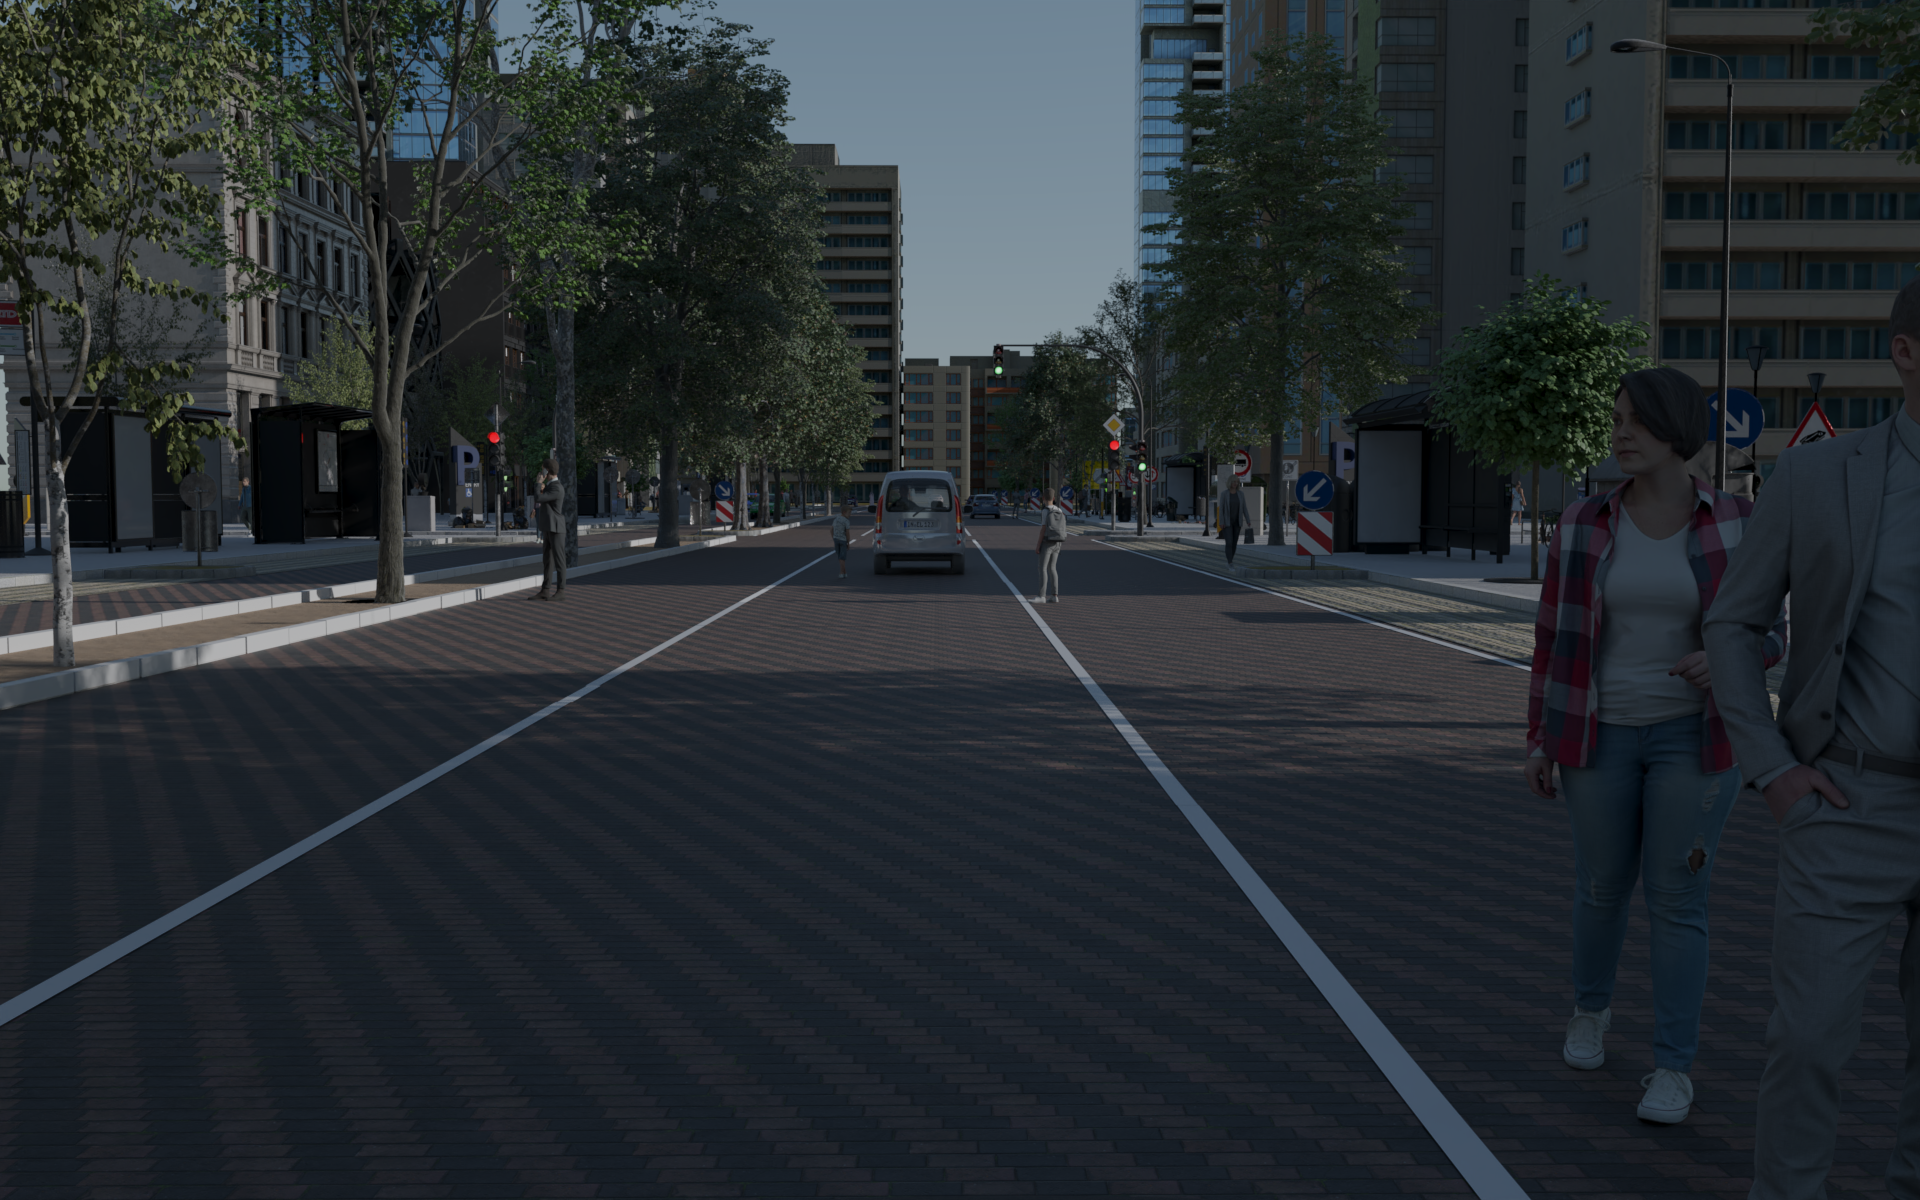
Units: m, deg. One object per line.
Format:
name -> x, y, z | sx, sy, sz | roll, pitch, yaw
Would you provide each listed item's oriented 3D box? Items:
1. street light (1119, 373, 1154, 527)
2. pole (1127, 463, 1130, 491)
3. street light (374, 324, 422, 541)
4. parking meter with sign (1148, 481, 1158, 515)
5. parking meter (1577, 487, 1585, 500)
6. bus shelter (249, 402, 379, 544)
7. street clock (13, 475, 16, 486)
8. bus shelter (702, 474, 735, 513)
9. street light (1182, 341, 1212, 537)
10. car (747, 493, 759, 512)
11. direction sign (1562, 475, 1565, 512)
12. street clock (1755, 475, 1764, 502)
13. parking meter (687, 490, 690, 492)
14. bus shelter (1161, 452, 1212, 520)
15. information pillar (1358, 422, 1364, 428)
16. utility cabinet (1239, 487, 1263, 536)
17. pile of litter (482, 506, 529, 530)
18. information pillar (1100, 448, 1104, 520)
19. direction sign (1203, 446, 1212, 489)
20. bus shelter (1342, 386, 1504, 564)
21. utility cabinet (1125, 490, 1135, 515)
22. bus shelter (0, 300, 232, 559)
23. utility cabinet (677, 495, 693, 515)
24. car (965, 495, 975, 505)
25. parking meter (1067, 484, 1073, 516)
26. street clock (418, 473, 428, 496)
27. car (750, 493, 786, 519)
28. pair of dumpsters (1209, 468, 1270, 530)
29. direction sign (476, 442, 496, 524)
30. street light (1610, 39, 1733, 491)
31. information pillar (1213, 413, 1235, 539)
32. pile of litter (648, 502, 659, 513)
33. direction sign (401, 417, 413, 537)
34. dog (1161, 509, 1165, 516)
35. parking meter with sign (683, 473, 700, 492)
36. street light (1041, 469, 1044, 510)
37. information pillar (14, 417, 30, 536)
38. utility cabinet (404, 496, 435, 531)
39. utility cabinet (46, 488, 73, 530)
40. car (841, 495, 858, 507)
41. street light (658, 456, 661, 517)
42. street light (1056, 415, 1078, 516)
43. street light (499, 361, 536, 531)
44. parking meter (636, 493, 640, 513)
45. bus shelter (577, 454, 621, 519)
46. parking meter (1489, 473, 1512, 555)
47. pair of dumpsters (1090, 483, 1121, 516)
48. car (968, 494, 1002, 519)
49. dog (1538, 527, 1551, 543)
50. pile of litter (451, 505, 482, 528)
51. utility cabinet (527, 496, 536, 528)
street light -> 6.800, -5.761, 66.740 | 1.470, 5.913, 1.316 | 0, 4, -1
pole -> 10.915, -7.237, 112.173 | 0.158, 3.312, 0.155 | 0, 3, 0
street light -> -15.377, -4.581, 47.443 | 1.470, 5.913, 1.316 | 0, 4, -1
parking meter with sign -> 11.684, -6.678, 105.443 | 0.543, 3.016, 1.738 | 0, 4, -8
parking meter -> 23.130, -3.421, 64.344 | 0.372, 1.533, 0.369 | 0, 3, 0
bus shelter -> -17.290, -3.418, 47.169 | 1.731, 3.624, 6.357 | 0, 4, -1
street clock -> -34.583, -3.620, 63.763 | 0.358, 2.002, 0.471 | 0, 4, 5
bus shelter -> -17.377, -8.898, 123.121 | 2.179, 5.291, 8.768 | 0, 4, -1
street light -> 6.949, -4.881, 52.340 | 1.470, 5.913, 1.316 | 0, 4, -1
car -> -14.922, -6.991, 123.892 | 1.945, 1.707, 3.694 | 0, 4, -1
direction sign -> 18.251, -3.693, 52.372 | 0.379, 3.537, 0.876 | 1, 4, 15
street clock -> 29.542, -3.654, 64.316 | 0.358, 2.002, 0.471 | -3, 4, -37
parking meter -> -18.980, -6.923, 121.605 | 0.372, 1.533, 0.369 | 0, 3, 0
bus shelter -> 11.229, -5.580, 85.162 | 2.014, 3.302, 5.546 | 0, 4, -1
information pillar -> 11.595, -3.578, 49.849 | 0.183, 3.616, 0.504 | 3, 5, 42
utility cabinet -> 8.672, -2.712, 53.022 | 1.173, 1.500, 0.318 | 2, 4, 25
pile of litter -> -16.312, -3.000, 63.014 | 1.176, 0.858, 1.719 | 1, 4, 17
information pillar -> 7.201, -5.874, 87.401 | 0.183, 3.616, 0.504 | 1, 4, 12
direction sign -> 11.712, -5.458, 81.233 | 0.876, 3.537, 0.379 | -3, 4, -38
bus shelter -> 9.207, -2.469, 34.292 | 2.014, 3.302, 5.546 | 0, 4, -1
utility cabinet -> 10.344, -5.914, 105.377 | 0.318, 1.500, 1.173 | -1, 4, -15
bus shelter -> -19.066, -3.726, 38.556 | 2.179, 5.291, 8.768 | 0, 4, -1
utility cabinet -> -16.670, -5.727, 104.799 | 1.020, 1.237, 0.306 | 0, 4, -4
car -> 1.392, -8.540, 152.210 | 1.945, 1.354, 3.894 | 0, 4, -3
parking meter -> 6.525, -5.928, 102.635 | 0.255, 1.863, 0.399 | -1, 4, -13
street clock -> -18.699, -3.412, 60.356 | 0.358, 2.002, 0.471 | 0, 4, -1
car -> -11.001, -5.532, 99.251 | 1.959, 1.807, 4.718 | 0, 4, -1
pair of dumpsters -> 10.177, -3.704, 63.056 | 1.574, 2.255, 4.437 | 0, 4, -1
direction sign -> -20.509, -5.083, 75.105 | 0.876, 3.537, 0.379 | -2, 4, -33
street light -> 7.339, -2.773, 17.875 | 1.470, 5.913, 1.316 | 0, 4, -1
information pillar -> 7.503, -3.523, 48.950 | 0.504, 3.616, 0.183 | 1, 4, 22
pile of litter -> -20.599, -6.360, 117.947 | 1.176, 0.858, 1.719 | -2, 4, -28
direction sign -> -16.446, -3.631, 51.362 | 0.379, 3.537, 0.876 | -1, 4, -9
dog -> 12.091, -5.265, 102.915 | 0.406, 0.507, 0.540 | -3, 5, -44
parking meter with sign -> -20.317, -8.135, 129.261 | 1.738, 3.016, 0.543 | 1, 4, 10
street light -> 5.971, -9.988, 135.844 | 1.470, 5.913, 1.316 | 0, 4, -1
information pillar -> -28.611, -3.760, 52.828 | 0.504, 3.616, 0.183 | 2, 4, 24
utility cabinet -> -18.618, -2.970, 59.713 | 1.020, 1.237, 0.306 | 1, 4, 14
utility cabinet -> -31.626, -3.213, 61.210 | 1.173, 1.500, 0.318 | -2, 4, -32
car -> -12.607, -11.322, 197.695 | 1.945, 1.354, 3.894 | 0, 4, 1
street light -> -16.018, -7.534, 95.723 | 1.470, 5.913, 1.316 | 0, 4, -1
street light -> 6.270, -7.869, 101.203 | 1.470, 5.913, 1.316 | 0, 4, -1
street light -> -15.481, -5.378, 60.475 | 1.470, 5.913, 1.316 | 0, 4, -1
parking meter -> -21.811, -6.650, 117.141 | 0.372, 1.533, 0.369 | 0, 3, 0
bus shelter -> -19.970, -7.029, 92.559 | 2.179, 5.291, 8.768 | 0, 4, -1
parking meter -> 11.374, -1.878, 36.415 | 0.255, 1.863, 0.399 | -2, 4, -34
pair of dumpsters -> 8.773, -6.267, 104.952 | 1.574, 2.255, 4.437 | 0, 4, -1
car -> 1.459, -5.494, 101.823 | 2.014, 1.417, 4.499 | 0, 4, -1
dog -> 15.606, -1.724, 45.916 | 0.748, 0.427, 0.550 | 1, 4, 15
pile of litter -> -18.457, -3.149, 65.443 | 1.719, 0.858, 1.176 | -2, 4, -31
utility cabinet -> -16.046, -3.374, 66.322 | 1.020, 1.237, 0.306 | -3, 5, -39
